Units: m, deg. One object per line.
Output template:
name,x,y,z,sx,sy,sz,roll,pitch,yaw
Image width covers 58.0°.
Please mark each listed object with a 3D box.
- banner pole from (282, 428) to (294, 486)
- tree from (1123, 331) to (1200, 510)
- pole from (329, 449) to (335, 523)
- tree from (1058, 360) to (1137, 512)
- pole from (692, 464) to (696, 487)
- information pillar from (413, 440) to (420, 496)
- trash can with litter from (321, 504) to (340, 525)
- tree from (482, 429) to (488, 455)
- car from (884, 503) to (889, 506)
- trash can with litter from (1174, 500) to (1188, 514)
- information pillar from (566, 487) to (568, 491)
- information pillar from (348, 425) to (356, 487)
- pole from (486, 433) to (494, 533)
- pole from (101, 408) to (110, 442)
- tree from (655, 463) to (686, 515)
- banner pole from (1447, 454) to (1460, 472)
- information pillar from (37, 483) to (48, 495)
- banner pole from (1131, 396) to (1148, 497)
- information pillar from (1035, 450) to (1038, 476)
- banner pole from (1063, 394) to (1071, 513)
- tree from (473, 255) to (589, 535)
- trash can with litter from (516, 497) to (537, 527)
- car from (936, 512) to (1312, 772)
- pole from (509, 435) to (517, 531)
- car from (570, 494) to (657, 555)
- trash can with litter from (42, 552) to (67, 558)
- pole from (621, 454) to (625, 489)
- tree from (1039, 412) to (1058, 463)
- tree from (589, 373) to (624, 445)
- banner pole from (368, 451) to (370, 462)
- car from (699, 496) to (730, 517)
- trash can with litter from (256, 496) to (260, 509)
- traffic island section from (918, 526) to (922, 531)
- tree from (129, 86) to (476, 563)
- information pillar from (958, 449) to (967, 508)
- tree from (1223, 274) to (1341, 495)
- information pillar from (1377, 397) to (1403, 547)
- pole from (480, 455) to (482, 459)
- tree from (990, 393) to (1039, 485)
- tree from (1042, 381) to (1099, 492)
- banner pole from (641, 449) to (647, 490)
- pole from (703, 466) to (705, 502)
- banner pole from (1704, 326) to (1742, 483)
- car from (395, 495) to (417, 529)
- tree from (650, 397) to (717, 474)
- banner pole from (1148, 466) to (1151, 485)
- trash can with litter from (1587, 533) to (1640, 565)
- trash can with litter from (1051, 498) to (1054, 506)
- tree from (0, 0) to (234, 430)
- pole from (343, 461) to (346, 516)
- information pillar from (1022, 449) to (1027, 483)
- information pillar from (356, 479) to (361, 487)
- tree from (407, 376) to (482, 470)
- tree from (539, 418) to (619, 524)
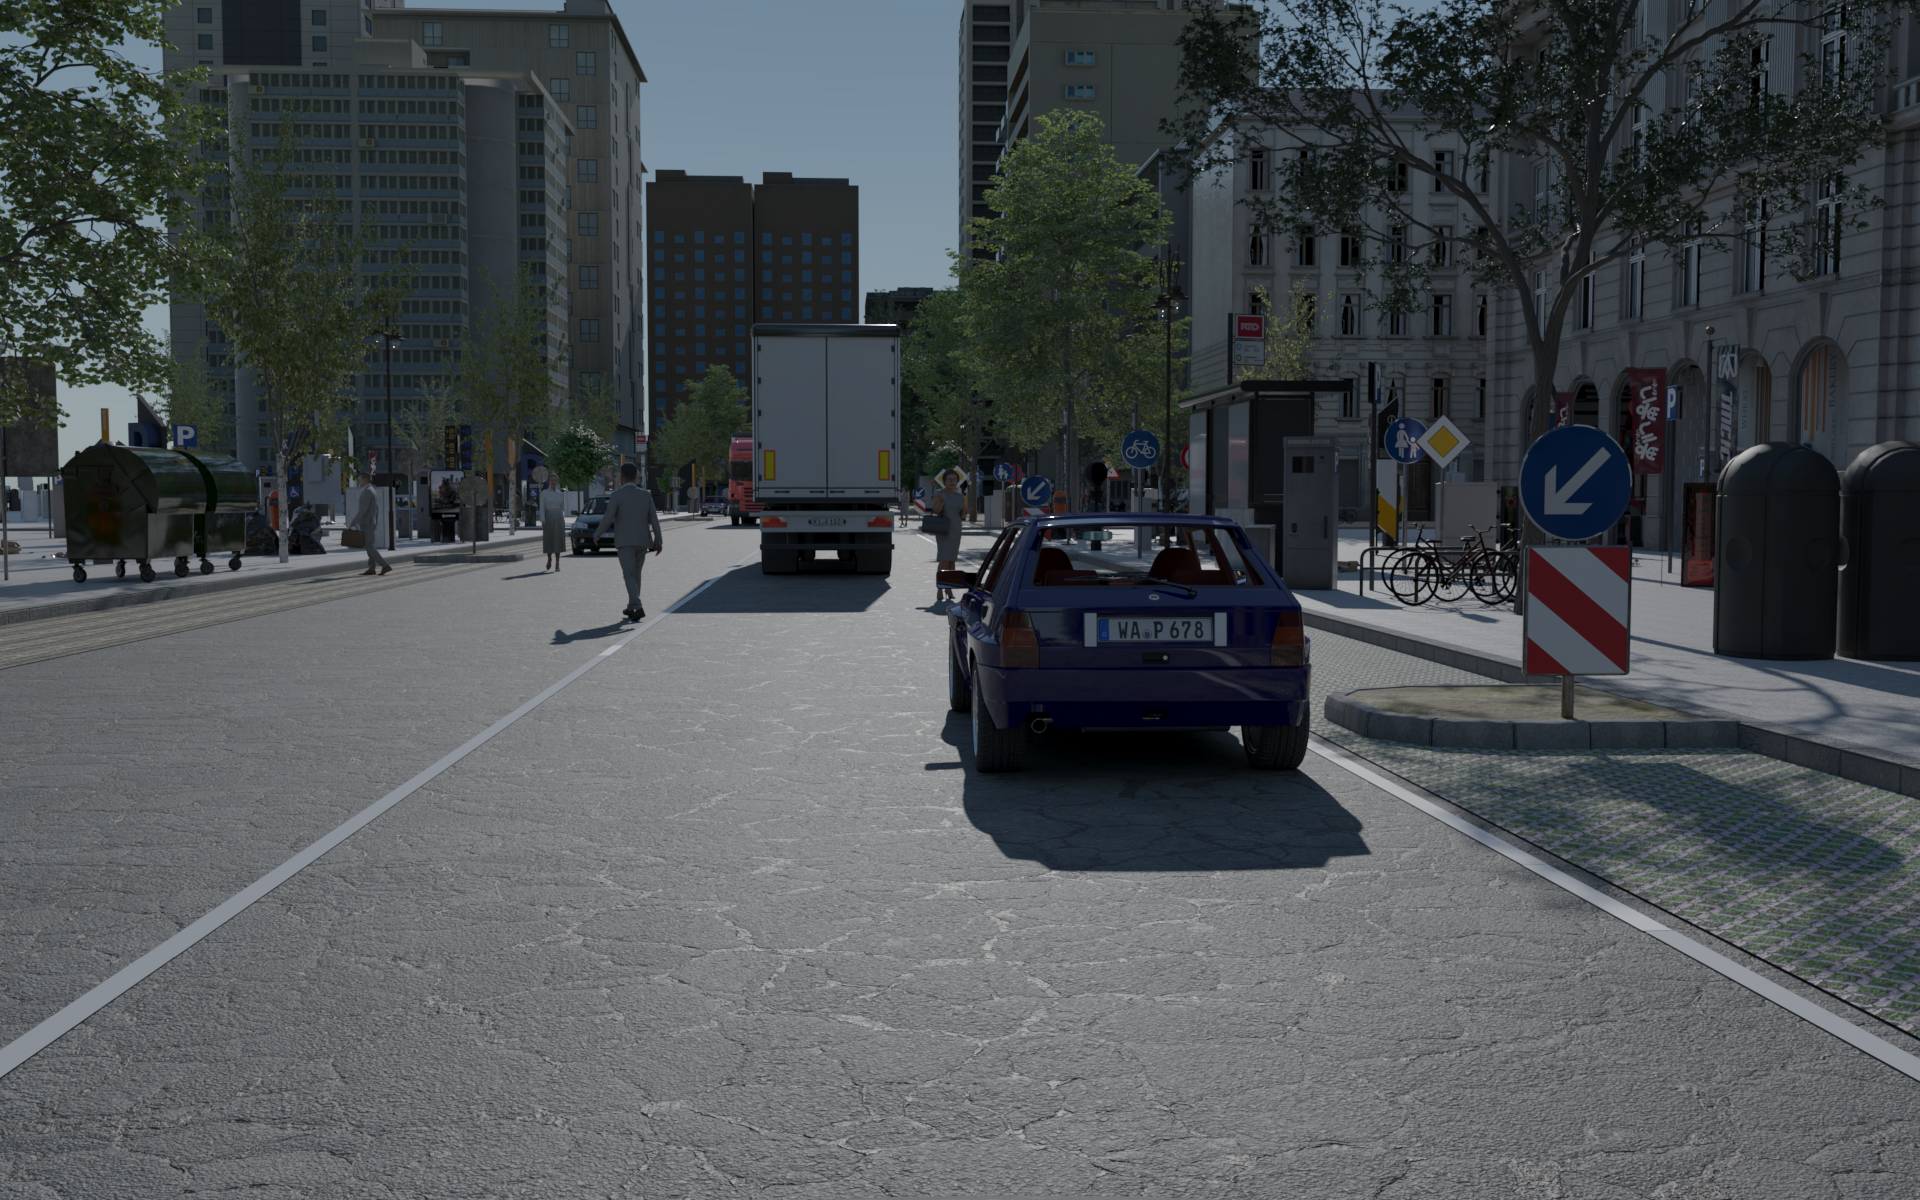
banner pole,-25.638,-4.657,66.155,0.863,3.779,0.401,0,4,6
tree,9.099,-7.805,77.972,4.737,8.622,4.395,0,3,0
pole,-28.308,-5.150,78.042,0.158,3.312,0.155,0,3,0
tree,7.910,-8.731,93.108,4.360,8.622,3.978,0,3,0
pole,-17.915,-7.512,116.669,0.158,3.312,0.155,0,3,0
information pillar,-23.412,-5.094,74.634,0.183,3.616,0.504,-3,5,-45
trash can with litter,-27.559,-3.827,73.630,2.233,1.210,1.678,-1,4,-19
tree,-36.748,-10.818,127.244,4.360,8.622,3.978,0,3,0
car,-4.125,-3.834,74.491,2.131,1.459,4.920,0,4,-3
trash can with litter,5.344,-1.921,42.797,1.055,1.170,0.624,0,4,-4
information pillar,-24.904,-7.236,109.669,0.183,3.616,0.504,-1,4,-17
information pillar,-20.638,-4.128,58.854,0.183,3.616,0.504,-3,4,-36
pole,-15.618,-3.895,57.522,0.158,3.312,0.155,0,3,0
pole,-20.277,-2.894,41.157,0.158,3.312,0.155,0,3,0
tree,-18.843,-7.204,112.392,1.663,3.219,1.824,0,3,0
banner pole,22.511,-5.456,79.220,0.863,3.779,0.401,-1,4,-21
information pillar,-63.204,-7.025,119.348,0.304,2.012,0.304,-2,4,-32
banner pole,4.475,-3.331,44.483,0.401,3.779,0.863,0,4,-5
information pillar,4.105,-6.226,93.145,0.183,3.616,0.504,1,4,9
banner pole,2.681,-3.277,43.591,0.401,3.779,0.863,-1,4,-9
tree,-14.044,-6.330,53.851,4.737,8.622,4.395,0,3,0
trash can with litter,-17.032,-3.440,67.631,1.055,1.170,0.624,-1,4,-9
car,0.849,0.139,10.300,1.945,1.354,3.894,0,4,-3
pole,-15.319,-4.003,59.292,0.158,3.312,0.155,0,3,0
car,-8.372,-1.981,42.178,2.009,1.686,4.222,0,4,-3
trash can with litter,-17.804,-1.476,35.188,1.678,1.210,2.233,-3,5,-44
pole,-17.071,-5.747,87.813,0.158,3.312,0.155,0,3,0
tree,7.392,-9.409,104.199,4.360,8.622,3.978,0,3,0
tree,-22.224,-9.407,104.164,4.737,8.622,4.395,0,3,0
banner pole,-34.439,-6.815,101.444,0.401,3.779,0.863,1,4,12
car,-15.516,-5.950,109.859,1.945,1.354,3.894,0,4,-4
trash can with litter,-33.145,-4.363,82.720,1.055,1.170,0.624,1,4,20
traffic island section,-0.618,-2.821,68.409,2.009,0.180,2.903,0,4,-4
tree,-12.405,-4.993,31.998,4.737,8.622,4.395,0,3,0
information pillar,0.130,-6.004,89.521,0.504,3.616,0.183,-1,4,-18
tree,10.891,-6.622,58.635,4.360,8.622,3.978,0,3,0
information pillar,10.275,-3.075,41.639,0.504,3.616,0.183,0,4,-7
pole,-25.124,-5.929,90.783,0.158,3.312,0.155,0,3,0
tree,4.266,-10.762,126.326,4.360,8.622,3.978,0,3,0
tree,6.930,-9.717,109.233,4.737,8.622,4.395,0,3,0
banner pole,-17.601,-6.520,96.614,0.401,3.779,0.863,-3,4,-36
pole,-18.878,-8.182,127.617,0.158,3.312,0.155,0,3,0
banner pole,11.274,-2.186,25.762,0.401,3.779,0.863,-1,4,-17
car,-19.895,-3.130,63.175,4.499,1.417,2.014,0,4,-3
tree,-20.591,-11.061,131.203,4.737,8.622,4.395,0,3,0
banner pole,6.523,-4.335,60.892,0.401,3.779,0.863,-1,4,-19
trash can with litter,11.919,-1.302,32.343,1.678,1.210,2.233,0,4,-3
trash can with litter,4.250,-4.344,82.414,1.055,1.170,0.624,3,5,45
tree,-12.005,-6.151,18.701,7.486,12.596,7.792,0,3,0
pole,-36.123,-6.597,101.710,0.158,3.312,0.155,0,3,0
information pillar,3.327,-5.996,89.382,0.183,3.616,0.504,-1,4,-21
information pillar,-27.278,-4.545,78.810,0.304,2.012,0.304,2,4,35
tree,-32.675,-9.571,106.854,4.360,8.622,3.978,0,3,0
tree,-16.318,-5.502,73.673,4.285,4.588,4.351,0,3,0
